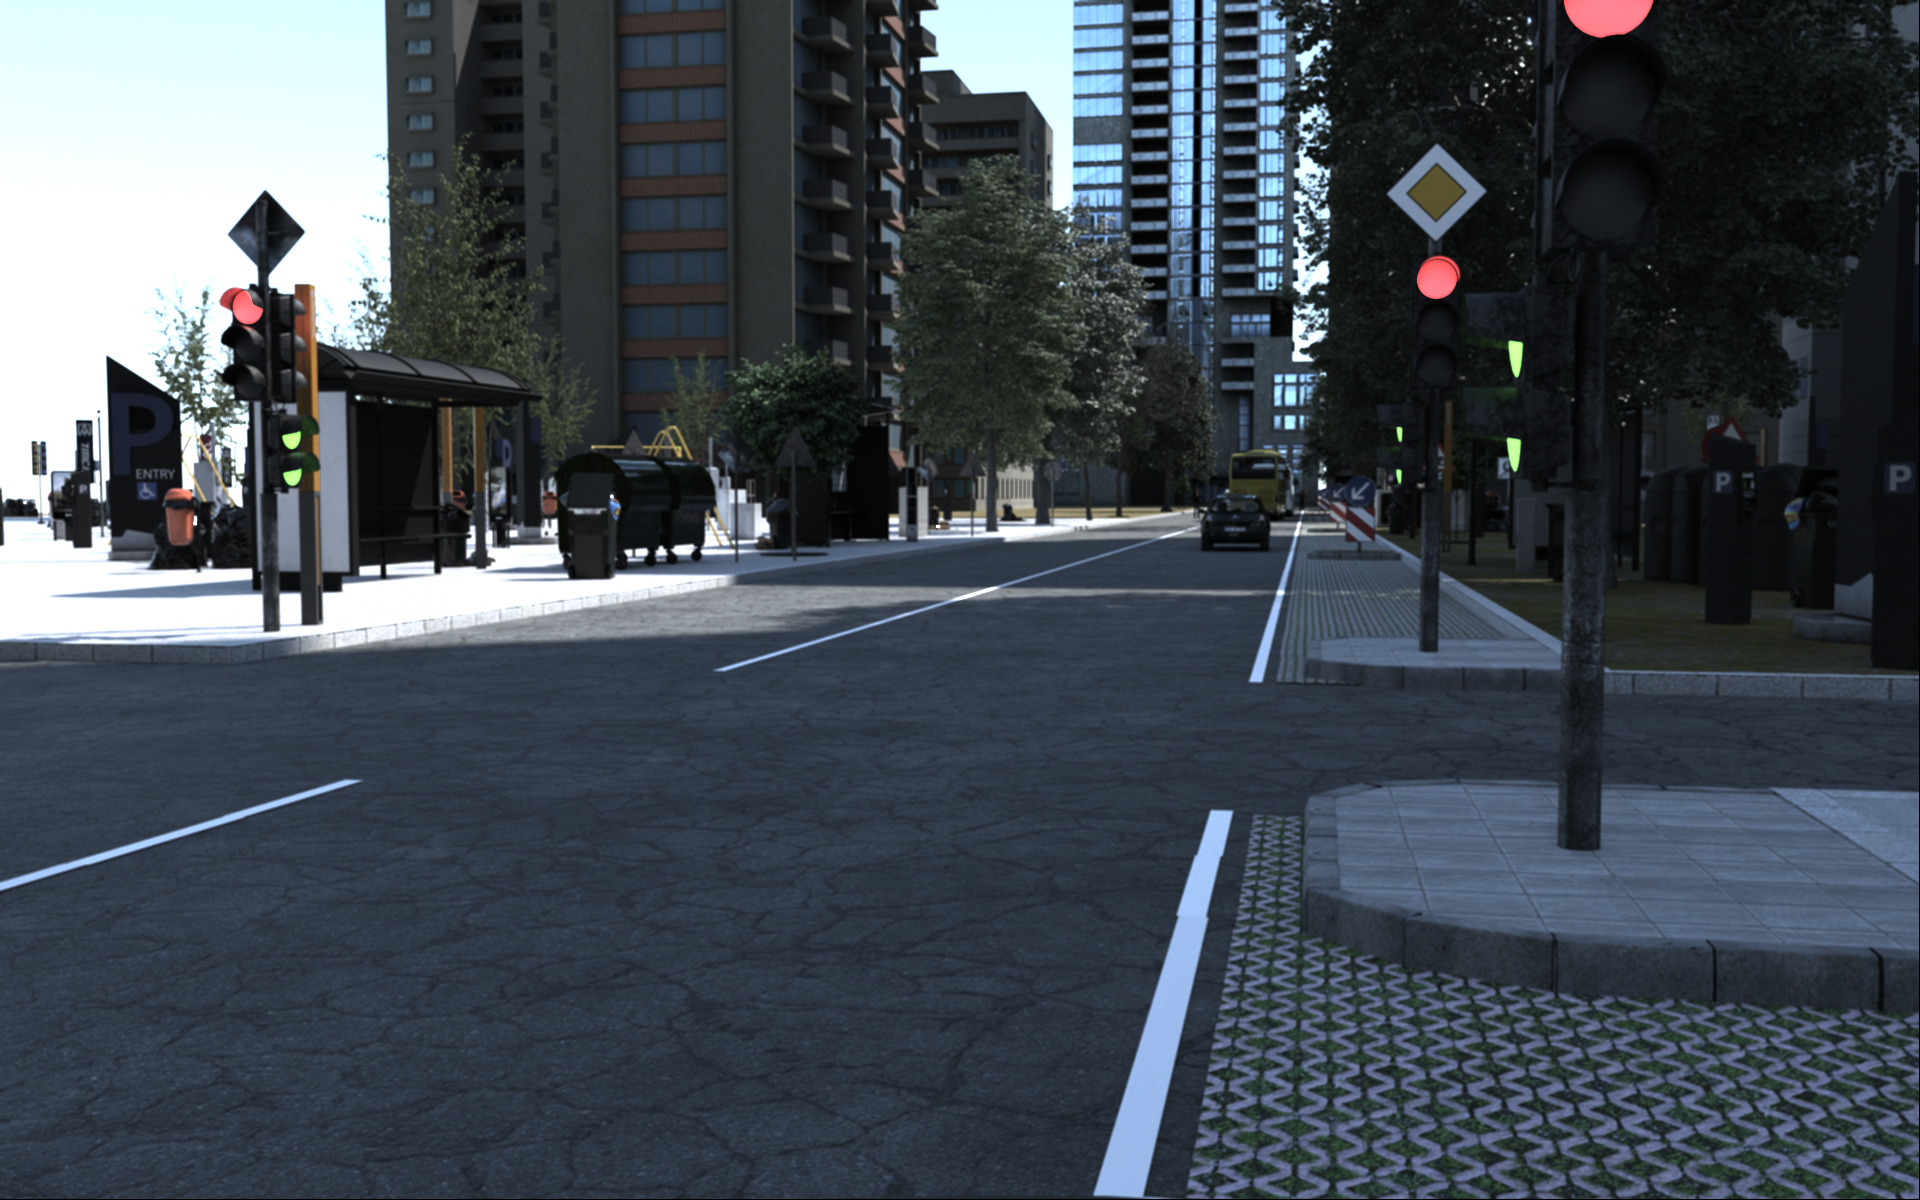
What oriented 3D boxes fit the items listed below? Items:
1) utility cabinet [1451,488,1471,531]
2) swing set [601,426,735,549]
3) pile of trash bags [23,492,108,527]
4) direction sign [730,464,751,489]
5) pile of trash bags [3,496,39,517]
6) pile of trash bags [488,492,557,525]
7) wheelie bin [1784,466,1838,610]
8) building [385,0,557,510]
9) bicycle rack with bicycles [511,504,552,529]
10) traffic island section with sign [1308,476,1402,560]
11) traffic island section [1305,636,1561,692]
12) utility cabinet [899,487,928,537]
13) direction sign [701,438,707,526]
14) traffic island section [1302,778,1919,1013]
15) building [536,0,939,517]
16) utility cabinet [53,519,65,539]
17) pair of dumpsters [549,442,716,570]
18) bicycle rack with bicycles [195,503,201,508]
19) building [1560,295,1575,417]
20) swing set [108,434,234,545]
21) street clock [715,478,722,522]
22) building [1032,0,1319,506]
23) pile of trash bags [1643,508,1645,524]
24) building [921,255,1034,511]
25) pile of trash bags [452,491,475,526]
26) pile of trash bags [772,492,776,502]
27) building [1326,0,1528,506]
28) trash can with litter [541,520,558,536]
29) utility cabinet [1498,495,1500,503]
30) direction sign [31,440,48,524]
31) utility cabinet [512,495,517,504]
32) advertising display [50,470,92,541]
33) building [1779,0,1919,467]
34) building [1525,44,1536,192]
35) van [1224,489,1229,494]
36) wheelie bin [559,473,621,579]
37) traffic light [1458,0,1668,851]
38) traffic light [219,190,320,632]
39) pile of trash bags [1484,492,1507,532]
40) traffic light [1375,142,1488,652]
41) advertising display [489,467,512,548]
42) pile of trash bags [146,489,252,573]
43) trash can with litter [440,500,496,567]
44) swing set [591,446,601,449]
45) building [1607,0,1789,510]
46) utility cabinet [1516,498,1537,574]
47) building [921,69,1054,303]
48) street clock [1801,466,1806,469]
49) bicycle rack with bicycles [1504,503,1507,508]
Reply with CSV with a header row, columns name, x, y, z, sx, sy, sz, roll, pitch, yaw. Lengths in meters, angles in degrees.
name,x,y,z,sx,sy,sz,roll,pitch,yaw
utility cabinet,17.094,-3.116,59.620,0.318,1.500,1.173,-1,4,-22
swing set,-7.000,-2.682,41.465,2.862,2.851,3.119,-1,4,-14
pile of trash bags,-34.400,-3.501,66.989,1.912,1.369,3.447,0,4,-7
direction sign,-8.586,-4.630,67.693,0.876,3.537,0.379,-2,4,-33
pile of trash bags,-52.989,-5.259,95.739,1.912,1.369,3.447,3,5,43
pile of trash bags,-18.147,-3.719,70.564,3.447,1.369,1.912,-2,4,-26
wheelie bin,9.785,-0.702,19.380,0.980,1.594,0.693,0,4,3
building,-34.578,-32.209,150.314,21.600,48.544,21.300,1,4,11
bicycle rack with bicycles,-16.364,-3.139,64.700,2.852,0.926,2.925,-1,4,-10
traffic island section with sign,8.703,-1.811,38.239,1.989,1.847,2.006,1,4,11
traffic island section,3.842,0.499,14.123,2.009,0.180,2.903,1,4,11
utility cabinet,-1.403,-2.641,51.864,0.318,1.500,1.173,2,4,31
direction sign,-10.490,-4.813,70.686,0.379,3.537,0.876,0,4,-2
traffic island section,2.270,0.978,6.293,2.009,0.180,2.903,1,4,11
building,-13.645,-27.752,108.366,22.147,44.769,28.867,1,4,11
utility cabinet,-25.556,-2.491,49.402,0.318,1.500,1.173,-1,4,-14
pair of dumpsters,-5.837,-1.754,31.164,1.574,2.255,4.437,1,4,11
bicycle rack with bicycles,-30.324,-3.339,67.974,2.925,0.926,2.852,2,4,30
building,55.060,-28.990,128.605,22.147,44.769,28.867,1,4,11
swing set,-20.137,-2.882,44.737,2.862,2.851,3.119,-1,4,-10
street clock,-11.051,-4.550,78.959,0.358,2.002,0.471,-2,4,-33
building,25.070,-53.976,195.171,31.000,86.520,22.319,1,4,11
pile of trash bags,29.698,-3.960,74.499,3.447,1.369,1.912,1,4,15
building,-10.293,-18.275,143.837,28.899,21.520,27.650,1,4,11
pile of trash bags,-14.096,-2.053,43.324,3.447,1.369,1.912,-2,4,-24
pile of trash bags,-5.250,-3.312,63.910,3.447,1.369,1.912,1,4,9
building,51.034,-45.965,189.786,20.611,71.187,20.563,1,4,11
trash can with litter,-12.126,-2.600,53.570,2.233,1.210,1.678,-1,4,-14
utility cabinet,23.579,-4.051,77.402,1.020,1.237,0.306,0,4,7
direction sign,-39.077,-4.989,73.569,0.379,3.537,0.876,1,4,12
utility cabinet,-23.970,-4.980,92.583,0.306,1.237,1.020,-2,4,-30
advertising display,-24.252,-2.572,47.265,0.974,1.923,0.123,-3,4,-38
building,41.074,-31.700,60.302,21.231,58.520,28.212,1,4,11
building,76.103,-36.733,189.828,27.495,52.752,28.713,1,4,11
van,23.657,-8.774,150.463,2.013,2.044,4.112,1,4,10
wheelie bin,-5.588,-1.123,26.262,0.980,1.594,0.693,0,4,4
traffic light,2.233,-1.056,6.187,0.839,4.253,0.868,1,4,11
traffic light,-6.407,-1.659,16.043,0.839,4.253,0.868,1,4,11
pile of trash bags,18.800,-3.043,59.501,1.912,1.369,3.447,0,4,-7
traffic light,3.805,-1.535,14.017,0.839,4.253,0.868,1,4,11
advertising display,-10.936,-2.203,41.226,0.123,1.923,0.974,-3,4,-38
pile of trash bags,-12.977,-1.218,29.667,1.912,1.369,3.447,-1,4,-11
trash can with litter,-8.796,-1.177,30.632,0.624,1.170,1.055,3,5,39
swing set,-10.702,-3.612,56.680,3.119,2.851,2.862,-1,4,-14
building,46.747,-25.985,108.454,14.154,41.232,14.086,1,4,11
utility cabinet,9.272,-1.053,28.384,0.306,1.237,1.020,1,4,17
building,-1.019,-35.368,201.963,21.600,48.544,21.300,1,4,11
street clock,21.975,-2.478,45.078,0.358,2.002,0.471,2,4,32
bicycle rack with bicycles,26.545,-4.256,82.970,2.925,0.926,2.852,2,4,26
